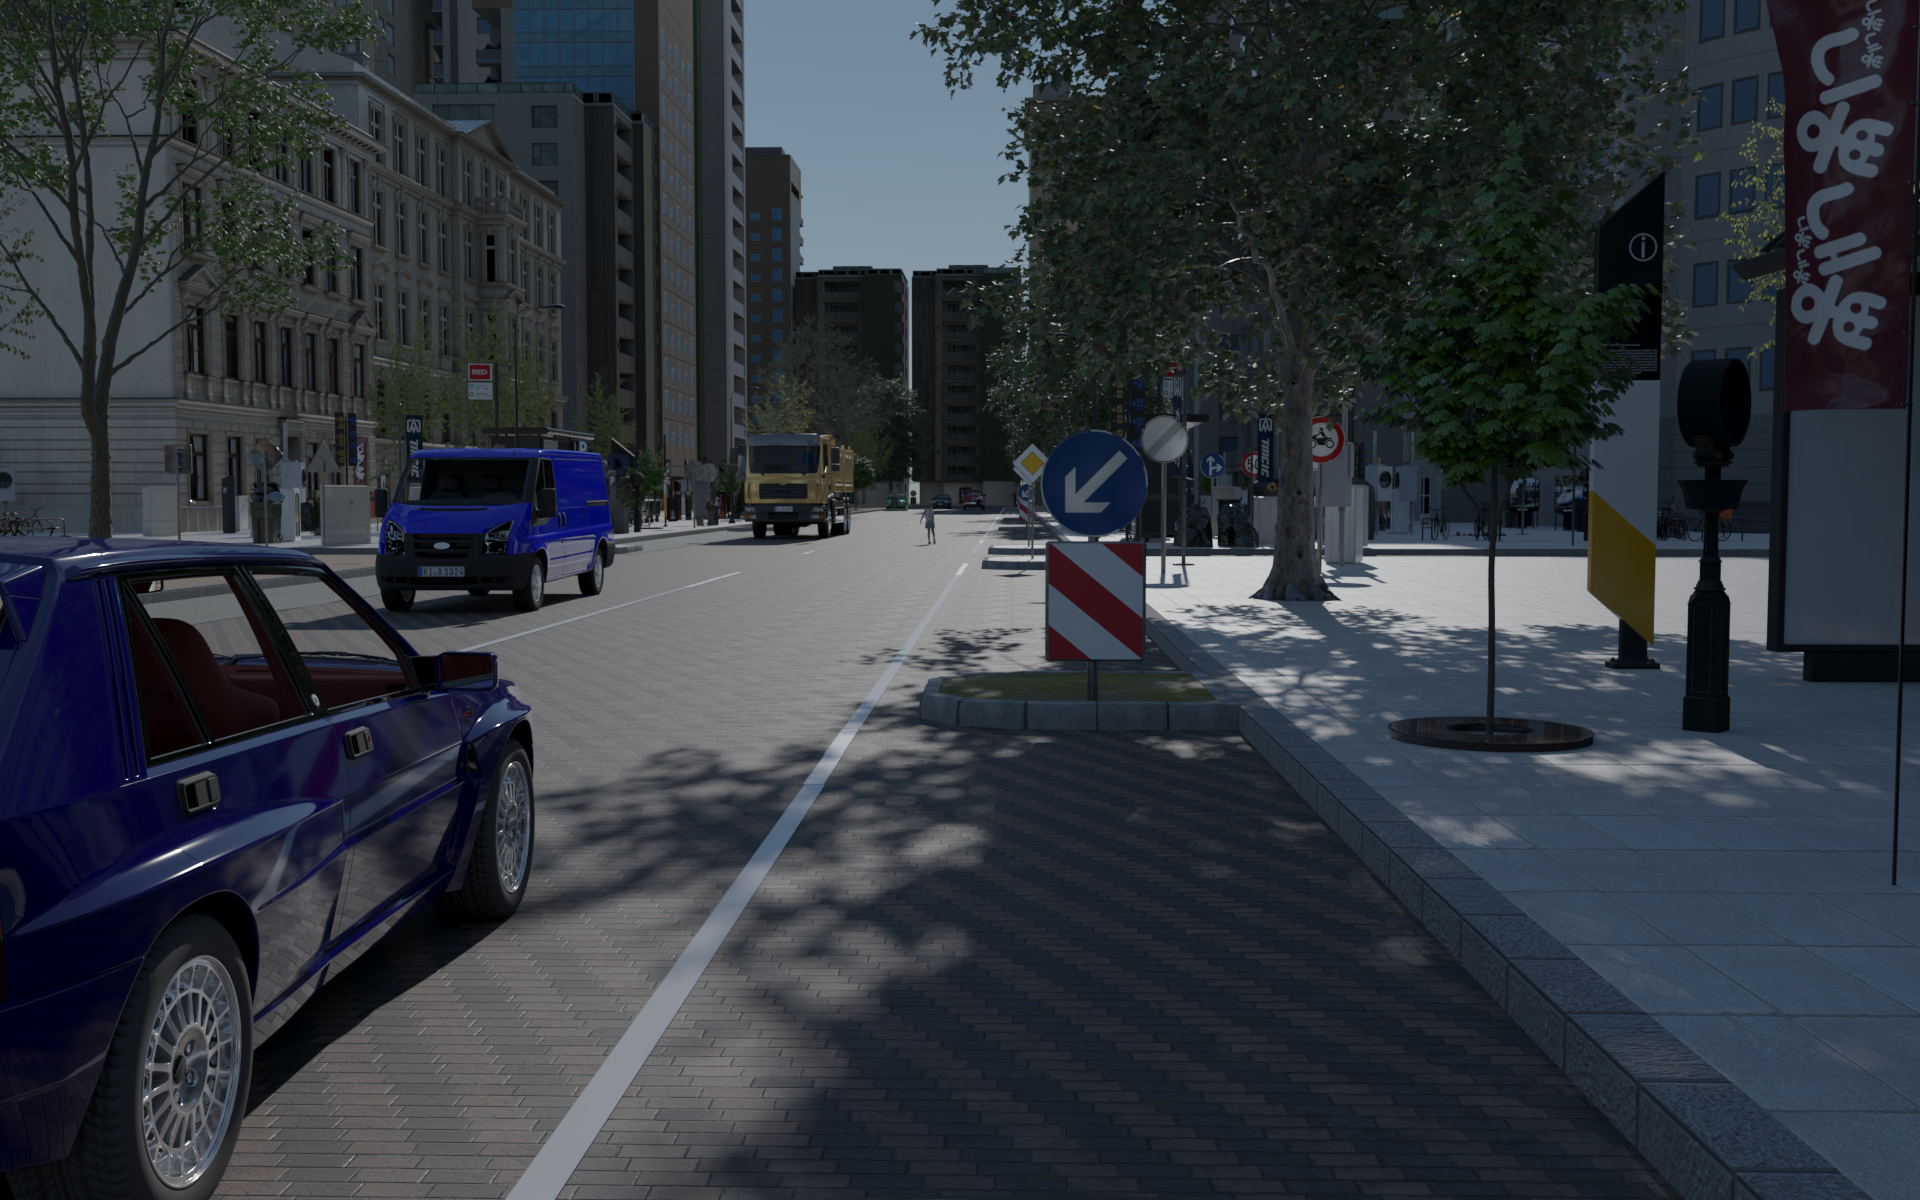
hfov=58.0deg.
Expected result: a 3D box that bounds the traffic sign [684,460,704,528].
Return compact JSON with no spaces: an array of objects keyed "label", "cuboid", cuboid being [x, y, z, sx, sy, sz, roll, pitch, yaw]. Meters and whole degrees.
[{"label":"traffic sign","cuboid":[-9.959,-3.961,64.873,0.768,2.556,0.104,0,4,4]}]

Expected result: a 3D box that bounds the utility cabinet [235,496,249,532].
[{"label":"utility cabinet","cuboid":[-24.698,-2.948,59.355,0.306,1.237,1.020,0,4,-6]}]

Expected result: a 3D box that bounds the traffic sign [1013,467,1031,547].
[{"label":"traffic sign","cuboid":[1.676,-2.355,42.150,0.795,2.450,0.064,0,4,2]}]

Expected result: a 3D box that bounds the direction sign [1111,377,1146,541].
[{"label":"direction sign","cuboid":[3.149,-2.479,32.521,0.379,3.537,0.876,-3,5,-40]}]

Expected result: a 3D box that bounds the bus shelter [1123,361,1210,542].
[{"label":"bus shelter","cuboid":[5.623,-4.397,49.525,2.179,5.291,8.768,0,4,2]}]

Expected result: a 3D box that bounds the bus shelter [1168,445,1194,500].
[{"label":"bus shelter","cuboid":[7.344,-4.290,64.066,2.014,3.302,5.546,0,4,2]}]

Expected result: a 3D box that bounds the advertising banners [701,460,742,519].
[{"label":"advertising banners","cuboid":[-12.276,-5.690,89.221,2.074,3.025,0.090,-1,4,-14]}]

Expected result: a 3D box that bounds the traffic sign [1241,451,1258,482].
[{"label":"traffic sign","cuboid":[8.781,-3.158,51.736,0.768,2.556,0.104,0,4,7]}]

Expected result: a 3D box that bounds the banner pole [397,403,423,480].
[{"label":"banner pole","cuboid":[-15.277,-3.547,48.013,0.863,3.779,0.401,-2,4,-31]}]

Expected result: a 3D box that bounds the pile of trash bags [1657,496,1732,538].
[{"label":"pile of trash bags","cuboid":[21.097,-2.543,51.330,3.447,1.369,1.912,2,4,31]}]

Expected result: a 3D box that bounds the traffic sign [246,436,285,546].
[{"label":"traffic sign","cuboid":[-13.778,-2.030,34.373,0.795,2.450,0.064,0,4,6]}]

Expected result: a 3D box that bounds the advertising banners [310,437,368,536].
[{"label":"advertising banners","cuboid":[-19.089,-3.493,53.306,2.074,3.025,0.090,1,4,16]}]

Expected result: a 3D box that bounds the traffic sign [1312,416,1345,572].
[{"label":"traffic sign","cuboid":[5.907,-1.730,28.397,0.768,2.556,0.104,1,4,9]}]

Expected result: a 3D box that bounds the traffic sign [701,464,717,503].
[{"label":"traffic sign","cuboid":[-10.496,-4.412,72.245,0.768,2.556,0.104,0,4,5]}]

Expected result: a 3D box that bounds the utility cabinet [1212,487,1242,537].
[{"label":"utility cabinet","cuboid":[7.886,-2.596,51.130,0.318,1.500,1.173,-1,4,-21]}]

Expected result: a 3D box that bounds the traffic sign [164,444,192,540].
[{"label":"traffic sign","cuboid":[-16.069,-2.048,35.614,0.606,2.300,0.079,1,4,9]}]

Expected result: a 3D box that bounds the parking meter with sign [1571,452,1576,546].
[{"label":"parking meter with sign","cuboid":[15.937,-2.832,42.563,1.738,3.016,0.543,2,4,34]}]

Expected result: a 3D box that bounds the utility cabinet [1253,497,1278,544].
[{"label":"utility cabinet","cuboid":[8.027,-2.028,44.319,1.020,1.237,0.306,-1,4,-20]}]

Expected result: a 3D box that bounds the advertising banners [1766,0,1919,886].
[{"label":"advertising banners","cuboid":[3.576,-0.572,5.548,2.074,3.025,0.090,0,4,5]}]

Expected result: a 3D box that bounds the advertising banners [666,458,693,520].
[{"label":"advertising banners","cuboid":[-13.876,-5.452,85.332,0.090,3.025,2.074,2,4,33]}]

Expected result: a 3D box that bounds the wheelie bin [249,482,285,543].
[{"label":"wheelie bin","cuboid":[-18.033,-2.272,45.063,0.980,1.594,0.693,0,4,4]}]

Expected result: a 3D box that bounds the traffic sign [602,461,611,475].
[{"label":"traffic sign","cuboid":[-8.963,-2.377,42.501,0.795,2.450,0.064,0,4,2]}]

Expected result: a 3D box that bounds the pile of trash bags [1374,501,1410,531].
[{"label":"pile of trash bags","cuboid":[14.930,-3.161,61.438,1.912,1.369,3.447,0,4,6]}]

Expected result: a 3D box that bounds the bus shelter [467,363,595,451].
[{"label":"bus shelter","cuboid":[-13.870,-4.771,55.643,2.179,5.291,8.768,0,4,2]}]

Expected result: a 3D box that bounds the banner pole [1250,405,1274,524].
[{"label":"banner pole","cuboid":[8.184,-3.503,47.287,0.863,3.779,0.401,-1,4,-11]}]

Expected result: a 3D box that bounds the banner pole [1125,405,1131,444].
[{"label":"banner pole","cuboid":[4.167,-3.223,42.709,0.863,3.779,0.401,-1,4,-9]}]

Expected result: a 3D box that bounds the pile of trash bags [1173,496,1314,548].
[{"label":"pile of trash bags","cuboid":[6.899,-1.987,42.243,3.447,1.369,1.912,1,4,10]}]

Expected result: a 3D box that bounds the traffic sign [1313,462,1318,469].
[{"label":"traffic sign","cuboid":[6.030,-1.732,30.452,0.606,2.300,0.079,1,4,10]}]

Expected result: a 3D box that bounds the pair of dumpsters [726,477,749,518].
[{"label":"pair of dumpsters","cuboid":[-11.822,-5.609,94.200,1.574,2.255,4.437,0,4,2]}]

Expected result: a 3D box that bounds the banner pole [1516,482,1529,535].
[{"label":"banner pole","cuboid":[17.752,-3.943,54.478,0.401,3.779,0.863,1,4,12]}]

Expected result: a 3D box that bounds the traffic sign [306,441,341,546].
[{"label":"traffic sign","cuboid":[-15.559,-2.589,42.331,0.884,2.594,0.081,0,4,7]}]

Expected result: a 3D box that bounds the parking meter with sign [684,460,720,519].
[{"label":"parking meter with sign","cuboid":[-13.015,-5.585,87.571,1.738,3.016,0.543,1,4,17]}]

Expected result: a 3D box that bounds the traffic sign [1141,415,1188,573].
[{"label":"traffic sign","cuboid":[3.318,-1.717,28.180,0.768,2.556,0.104,0,4,3]}]

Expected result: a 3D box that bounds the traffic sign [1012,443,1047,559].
[{"label":"traffic sign","cuboid":[1.427,-1.867,34.169,0.795,2.450,0.064,0,4,2]}]

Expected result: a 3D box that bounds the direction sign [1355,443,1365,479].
[{"label":"direction sign","cuboid":[17.676,-5.179,76.681,0.379,3.537,0.876,-1,4,-13]}]

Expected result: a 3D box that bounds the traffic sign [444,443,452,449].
[{"label":"traffic sign","cuboid":[-12.950,-2.680,43.826,0.884,2.594,0.081,1,4,8]}]

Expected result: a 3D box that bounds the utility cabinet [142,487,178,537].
[{"label":"utility cabinet","cuboid":[-23.996,-2.645,51.925,0.318,1.500,1.173,1,4,13]}]

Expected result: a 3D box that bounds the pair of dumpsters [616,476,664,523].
[{"label":"pair of dumpsters","cuboid":[-14.275,-4.548,76.857,1.574,2.255,4.437,0,4,2]}]

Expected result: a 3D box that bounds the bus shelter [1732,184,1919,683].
[{"label":"bus shelter","cuboid":[6.263,-0.938,9.252,2.014,3.302,5.546,0,4,2]}]

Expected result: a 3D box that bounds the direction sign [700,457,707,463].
[{"label":"direction sign","cuboid":[-15.578,-6.929,105.292,0.379,3.537,0.876,1,4,21]}]

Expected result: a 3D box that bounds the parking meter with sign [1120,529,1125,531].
[{"label":"parking meter with sign","cuboid":[5.060,-3.904,60.087,0.543,3.016,1.738,-3,4,-39]}]

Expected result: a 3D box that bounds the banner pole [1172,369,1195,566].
[{"label":"banner pole","cuboid":[3.920,-2.498,30.854,0.401,3.779,0.863,2,4,27]}]

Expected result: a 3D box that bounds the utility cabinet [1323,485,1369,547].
[{"label":"utility cabinet","cuboid":[9.285,-2.036,41.973,1.173,1.500,0.318,2,4,34]}]

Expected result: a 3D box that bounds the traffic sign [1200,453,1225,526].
[{"label":"traffic sign","cuboid":[7.882,-3.302,54.101,0.768,2.556,0.104,0,4,6]}]

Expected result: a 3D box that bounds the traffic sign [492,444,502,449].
[{"label":"traffic sign","cuboid":[-9.212,-1.889,34.520,0.795,2.450,0.064,0,4,2]}]

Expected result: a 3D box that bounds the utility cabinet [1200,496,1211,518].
[{"label":"utility cabinet","cuboid":[8.424,-2.878,58.210,0.306,1.237,1.020,-1,4,-16]}]

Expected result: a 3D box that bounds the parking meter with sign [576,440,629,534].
[{"label":"parking meter with sign","cuboid":[-11.553,-3.664,56.165,1.738,3.016,0.543,1,4,23]}]

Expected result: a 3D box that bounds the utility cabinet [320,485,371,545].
[{"label":"utility cabinet","cuboid":[-15.361,-2.119,43.318,0.318,1.500,1.173,3,5,44]}]

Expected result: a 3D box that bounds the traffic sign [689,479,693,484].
[{"label":"traffic sign","cuboid":[-14.230,-5.683,93.029,0.768,2.556,0.104,0,4,8]}]

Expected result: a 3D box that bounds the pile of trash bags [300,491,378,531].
[{"label":"pile of trash bags","cuboid":[-21.400,-3.068,59.910,3.447,1.369,1.912,2,4,25]}]

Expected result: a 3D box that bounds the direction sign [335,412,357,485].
[{"label":"direction sign","cuboid":[-17.097,-3.443,48.298,0.379,3.537,0.876,1,4,19]}]
